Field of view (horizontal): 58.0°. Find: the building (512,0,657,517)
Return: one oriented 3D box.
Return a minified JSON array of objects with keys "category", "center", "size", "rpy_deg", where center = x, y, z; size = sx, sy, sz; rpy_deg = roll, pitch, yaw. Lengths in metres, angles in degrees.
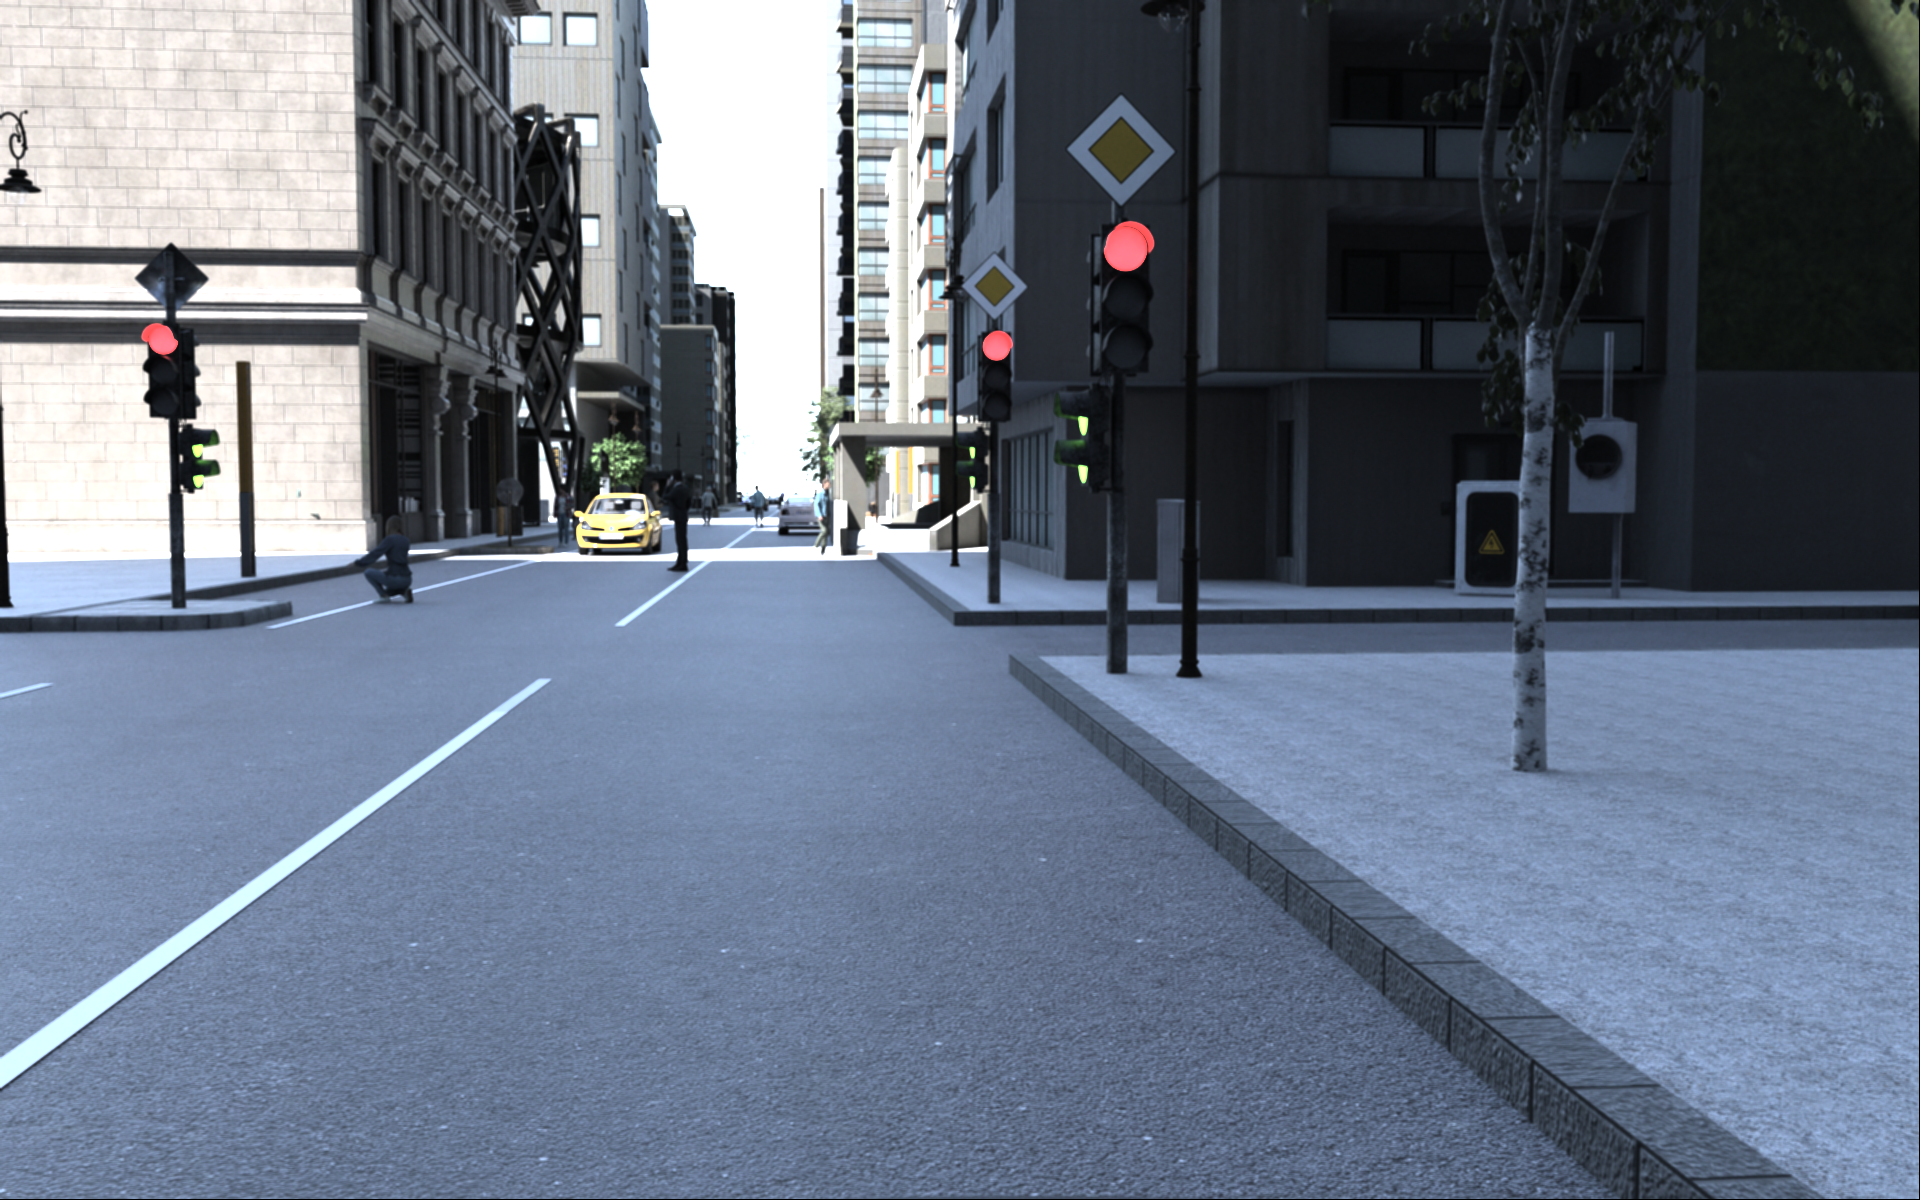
[{"category":"building","center":[-33.382,-31.591,105.744],"size":[28.713,52.752,27.495],"rpy_deg":[0,4,-5]}]

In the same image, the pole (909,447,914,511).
[{"category":"pole","center":[-1.902,-4.507,67.526],"size":[0.158,3.312,0.155],"rpy_deg":[0,3,0]}]

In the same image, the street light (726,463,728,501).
[{"category":"street light","center":[-28.434,-14.595,211.423],"size":[0.468,5.910,1.993],"rpy_deg":[0,4,-5]}]

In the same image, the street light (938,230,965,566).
[{"category":"street light","center":[-0.091,-3.535,30.585],"size":[0.468,5.910,1.993],"rpy_deg":[0,4,-5]}]

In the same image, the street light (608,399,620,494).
[{"category":"street light","center":[-16.741,-6.796,83.900],"size":[0.468,5.910,1.993],"rpy_deg":[0,4,-5]}]

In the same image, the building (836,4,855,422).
[{"category":"building","center":[2.252,-28.804,125.571],"size":[22.147,44.769,28.867],"rpy_deg":[0,4,-5]}]

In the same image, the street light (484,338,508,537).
[{"category":"street light","center":[-13.782,-4.819,51.581],"size":[0.468,5.910,1.993],"rpy_deg":[0,4,-5]}]

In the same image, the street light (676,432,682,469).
[{"category":"street light","center":[-20.832,-9.512,128.308],"size":[0.468,5.910,1.993],"rpy_deg":[0,4,-5]}]

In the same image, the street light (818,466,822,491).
[{"category":"street light","center":[-17.518,-15.212,221.495],"size":[0.468,5.910,1.993],"rpy_deg":[0,4,-5]}]

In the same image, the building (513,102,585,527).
[{"category":"building","center":[-23.296,-12.184,66.663],"size":[16.820,18.784,16.811],"rpy_deg":[0,4,-5]}]

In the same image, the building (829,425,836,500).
[{"category":"building","center":[-0.382,-51.468,154.178],"size":[22.319,86.520,31.000],"rpy_deg":[0,4,-5]}]

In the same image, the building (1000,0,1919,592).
[{"category":"building","center":[7.239,-21.079,28.236],"size":[14.086,41.232,14.154],"rpy_deg":[0,4,-5]}]

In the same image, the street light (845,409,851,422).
[{"category":"street light","center":[-5.988,-7.462,94.796],"size":[0.468,5.910,1.993],"rpy_deg":[0,4,-5]}]

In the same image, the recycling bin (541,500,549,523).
[{"category":"recycling bin","center":[-18.973,-3.995,77.875],"size":[0.722,1.027,0.722],"rpy_deg":[3,5,40]}]

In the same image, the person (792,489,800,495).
[{"category":"person","center":[-12.281,-7.421,129.918],"size":[1.350,1.814,0.705],"rpy_deg":[1,4,9]}]

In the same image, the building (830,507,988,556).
[{"category":"building","center":[12.608,-21.747,47.437],"size":[32.217,40.220,23.993],"rpy_deg":[0,4,-5]}]

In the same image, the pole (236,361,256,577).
[{"category":"pole","center":[-11.021,-2.012,26.732],"size":[0.158,3.312,0.155],"rpy_deg":[0,3,0]}]

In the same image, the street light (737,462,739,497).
[{"category":"street light","center":[-31.299,-16.560,243.536],"size":[0.468,5.910,1.993],"rpy_deg":[0,4,-5]}]

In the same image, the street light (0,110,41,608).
[{"category":"street light","center":[-10.843,-2.855,19.475],"size":[0.468,5.910,1.993],"rpy_deg":[0,4,-5]}]

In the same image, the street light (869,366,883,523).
[{"category":"street light","center":[-3.017,-5.499,62.692],"size":[0.468,5.910,1.993],"rpy_deg":[0,4,-5]}]

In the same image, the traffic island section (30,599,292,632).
[{"category":"traffic island section","center":[-8.834,0.167,19.548],"size":[2.009,0.180,2.903],"rpy_deg":[0,4,-5]}]

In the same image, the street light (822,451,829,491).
[{"category":"street light","center":[-14.608,-13.248,189.386],"size":[0.468,5.910,1.993],"rpy_deg":[0,4,-5]}]

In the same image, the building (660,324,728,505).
[{"category":"building","center":[-40.217,-21.133,190.571],"size":[27.650,21.520,28.899],"rpy_deg":[0,4,-5]}]

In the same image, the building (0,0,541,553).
[{"category":"building","center":[-17.586,-11.468,38.409],"size":[10.553,20.767,40.483],"rpy_deg":[0,4,-5]}]

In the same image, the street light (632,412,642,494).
[{"category":"street light","center":[-17.917,-7.548,96.199],"size":[0.468,5.910,1.993],"rpy_deg":[0,4,-5]}]

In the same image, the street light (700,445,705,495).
[{"category":"street light","center":[-23.784,-11.476,160.413],"size":[0.468,5.910,1.993],"rpy_deg":[0,4,-5]}]

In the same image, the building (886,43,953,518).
[{"category":"building","center":[11.028,-14.517,82.389],"size":[27.650,21.520,28.899],"rpy_deg":[0,4,-5]}]

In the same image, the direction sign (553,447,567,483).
[{"category":"direction sign","center":[-19.098,-5.561,82.914],"size":[0.876,3.537,0.379],"rpy_deg":[1,4,20]}]

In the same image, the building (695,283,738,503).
[{"category":"building","center":[-37.775,-28.425,236.452],"size":[14.160,30.474,14.107],"rpy_deg":[0,4,-5]}]

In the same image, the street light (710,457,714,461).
[{"category":"street light","center":[-25.486,-12.582,178.506],"size":[0.468,5.910,1.993],"rpy_deg":[0,4,-5]}]

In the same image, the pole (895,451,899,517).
[{"category":"pole","center":[-2.962,-5.389,81.946],"size":[0.158,3.312,0.155],"rpy_deg":[0,3,0]}]

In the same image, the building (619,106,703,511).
[{"category":"building","center":[-39.945,-28.372,155.766],"size":[32.217,40.220,23.993],"rpy_deg":[0,4,-5]}]

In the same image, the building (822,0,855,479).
[{"category":"building","center":[-5.184,-40.296,200.844],"size":[21.231,58.520,28.212],"rpy_deg":[0,4,-5]}]

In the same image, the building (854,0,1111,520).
[{"category":"building","center":[0.630,-25.713,104.005],"size":[14.154,41.232,14.086],"rpy_deg":[0,4,-5]}]

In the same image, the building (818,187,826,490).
[{"category":"building","center":[-13.091,-36.461,246.244],"size":[14.600,45.320,14.200],"rpy_deg":[0,4,-5]}]

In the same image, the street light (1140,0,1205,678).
[{"category":"street light","center":[1.611,-2.398,11.998],"size":[0.468,5.910,1.993],"rpy_deg":[0,4,-5]}]
